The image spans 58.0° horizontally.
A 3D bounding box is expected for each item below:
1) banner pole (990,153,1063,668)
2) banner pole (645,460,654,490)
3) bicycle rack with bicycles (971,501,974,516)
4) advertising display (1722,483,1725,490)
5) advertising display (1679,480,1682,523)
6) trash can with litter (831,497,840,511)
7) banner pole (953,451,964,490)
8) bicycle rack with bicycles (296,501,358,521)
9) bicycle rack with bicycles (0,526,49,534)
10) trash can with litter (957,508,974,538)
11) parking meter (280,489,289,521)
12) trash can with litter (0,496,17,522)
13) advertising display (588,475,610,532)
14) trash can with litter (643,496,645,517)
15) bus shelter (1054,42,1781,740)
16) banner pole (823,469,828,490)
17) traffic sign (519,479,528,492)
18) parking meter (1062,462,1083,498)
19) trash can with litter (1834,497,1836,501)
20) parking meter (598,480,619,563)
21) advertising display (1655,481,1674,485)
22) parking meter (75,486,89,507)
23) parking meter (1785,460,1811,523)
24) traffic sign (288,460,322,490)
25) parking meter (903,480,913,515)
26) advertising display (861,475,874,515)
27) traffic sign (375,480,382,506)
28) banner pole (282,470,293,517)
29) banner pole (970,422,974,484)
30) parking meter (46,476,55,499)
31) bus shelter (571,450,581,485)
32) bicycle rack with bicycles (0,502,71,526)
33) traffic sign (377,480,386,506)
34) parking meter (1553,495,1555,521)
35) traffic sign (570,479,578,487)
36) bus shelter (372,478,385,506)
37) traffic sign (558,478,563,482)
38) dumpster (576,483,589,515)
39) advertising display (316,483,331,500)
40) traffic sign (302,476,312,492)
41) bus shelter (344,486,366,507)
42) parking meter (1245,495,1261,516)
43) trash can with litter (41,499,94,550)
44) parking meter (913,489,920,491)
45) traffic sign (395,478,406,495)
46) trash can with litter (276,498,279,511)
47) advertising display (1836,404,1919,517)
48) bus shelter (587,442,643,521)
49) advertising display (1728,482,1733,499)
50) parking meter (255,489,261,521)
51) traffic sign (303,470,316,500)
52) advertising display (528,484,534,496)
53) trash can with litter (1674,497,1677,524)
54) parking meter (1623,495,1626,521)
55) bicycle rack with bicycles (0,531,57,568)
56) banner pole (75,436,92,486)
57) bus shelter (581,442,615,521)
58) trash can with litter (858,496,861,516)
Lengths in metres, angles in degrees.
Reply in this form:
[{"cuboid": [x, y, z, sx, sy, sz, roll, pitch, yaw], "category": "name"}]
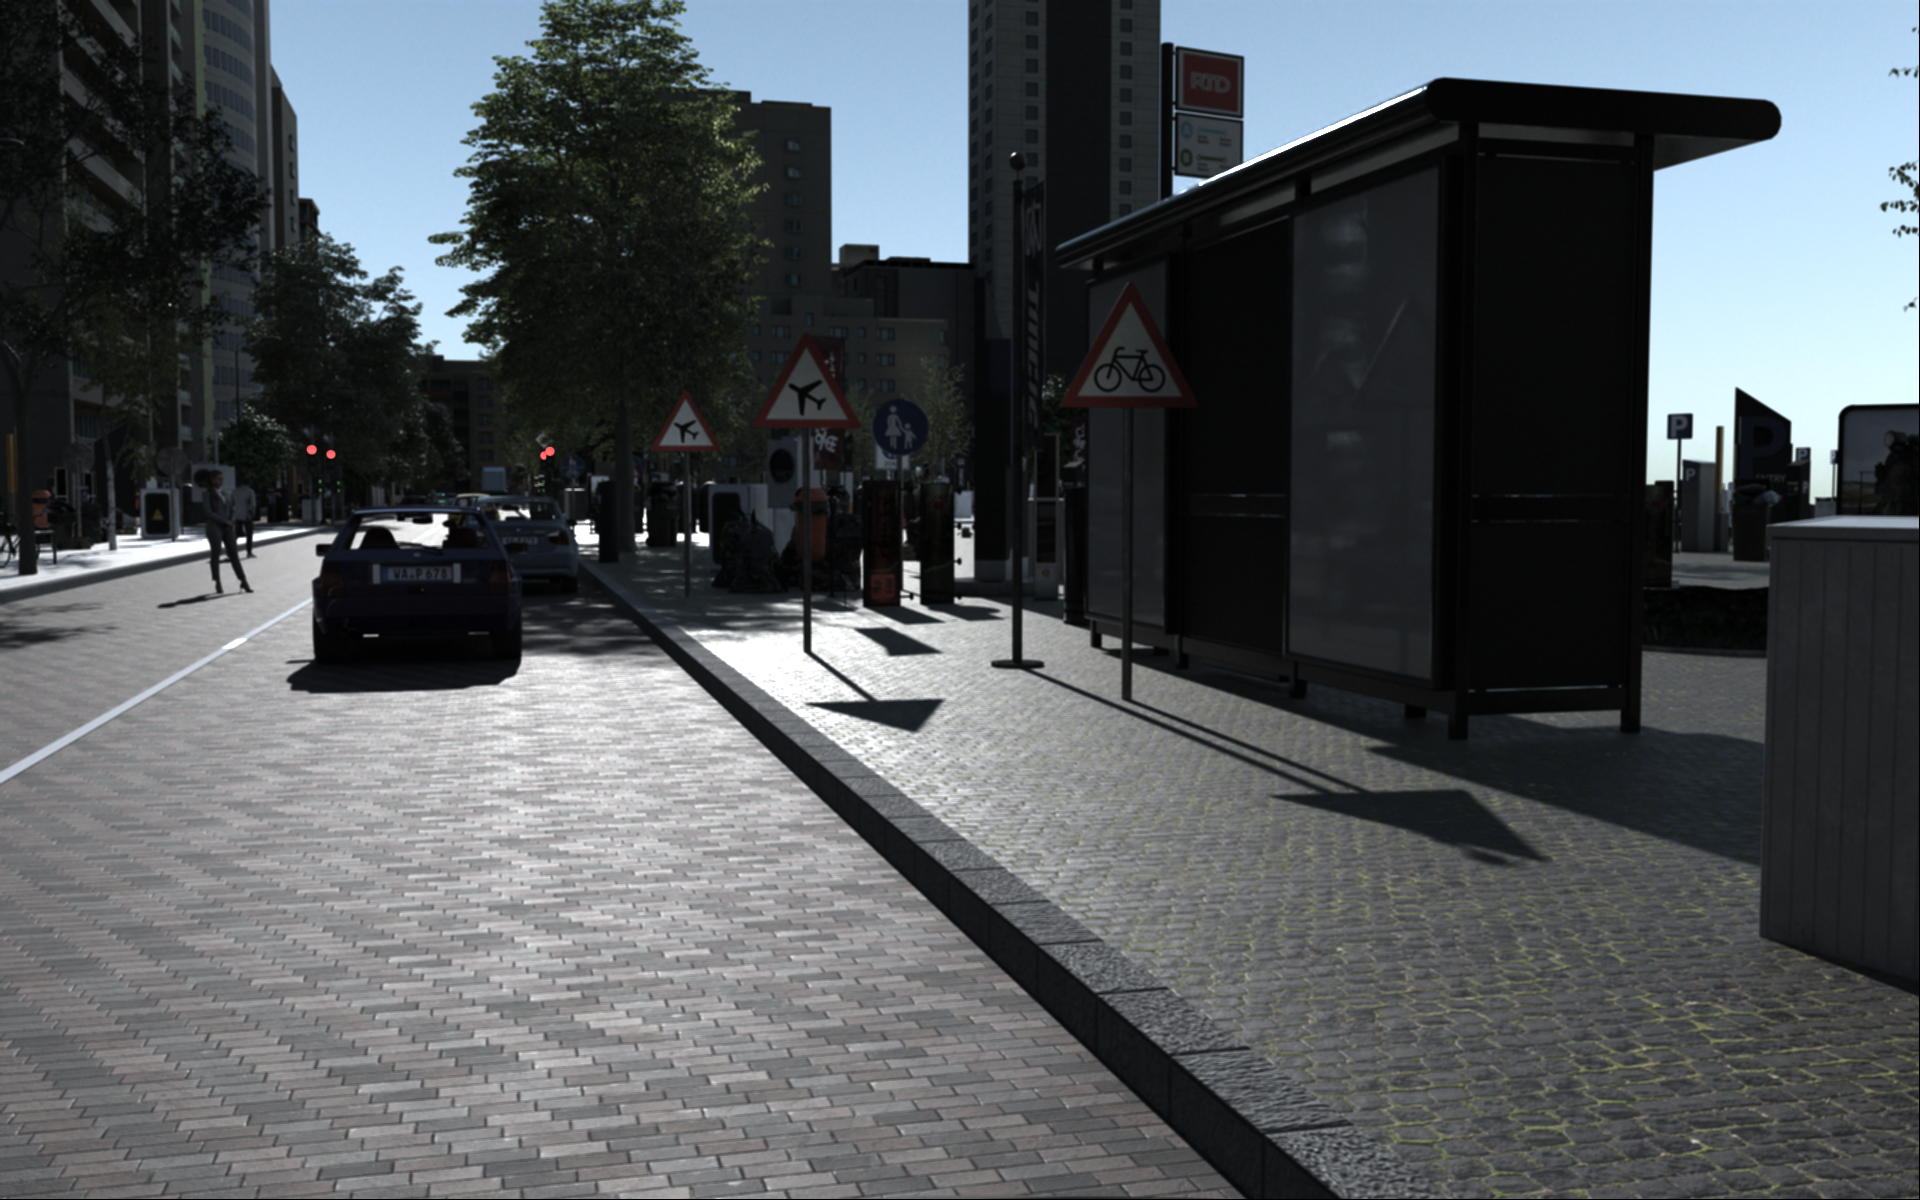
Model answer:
[{"cuboid": [0.485, -1.381, 12.591, 0.401, 3.779, 0.863, -1, 4, -15], "category": "banner pole"}, {"cuboid": [-20.859, -7.721, 116.258, 0.863, 3.779, 0.401, 1, 4, 20], "category": "banner pole"}, {"cuboid": [1.610, -5.193, 98.288, 2.925, 0.926, 2.852, 3, 5, 39], "category": "bicycle rack with bicycles"}, {"cuboid": [45.869, -6.078, 104.582, 0.974, 1.923, 0.123, -3, 4, -38], "category": "advertising display"}, {"cuboid": [32.312, -4.425, 77.556, 0.123, 1.923, 0.974, 2, 4, 27], "category": "advertising display"}, {"cuboid": [-4.905, -2.585, 53.321, 1.678, 1.210, 2.233, 2, 4, 26], "category": "trash can with litter"}, {"cuboid": [-0.089, -6.813, 101.410, 0.863, 3.779, 0.401, 0, 4, -3], "category": "banner pole"}, {"cuboid": [-31.808, -4.486, 86.735, 2.925, 0.926, 2.852, 0, 4, 2], "category": "bicycle rack with bicycles"}, {"cuboid": [-33.678, -2.886, 60.576, 2.852, 0.926, 2.925, -2, 4, -32], "category": "bicycle rack with bicycles"}, {"cuboid": [0.463, -2.435, 51.207, 1.055, 1.170, 0.624, -1, 4, -9], "category": "trash can with litter"}, {"cuboid": [-31.726, -4.460, 81.329, 0.372, 1.533, 0.369, 0, 3, 0], "category": "parking meter"}, {"cuboid": [-43.862, -4.180, 79.403, 2.233, 1.210, 1.678, 1, 4, 10], "category": "trash can with litter"}, {"cuboid": [-12.206, -3.267, 58.633, 0.123, 1.923, 0.974, 2, 4, 31], "category": "advertising display"}, {"cuboid": [-17.781, -5.151, 95.605, 0.624, 1.170, 1.055, 2, 4, 29], "category": "trash can with litter"}, {"cuboid": [2.239, -2.175, 13.191, 2.179, 5.291, 8.768, -1, 4, -15], "category": "bus shelter"}, {"cuboid": [-6.975, -6.108, 89.884, 0.401, 3.779, 0.863, 1, 4, 18], "category": "banner pole"}, {"cuboid": [-36.623, -8.881, 145.304, 0.768, 2.556, 0.104, -1, 4, -10], "category": "traffic sign"}, {"cuboid": [2.030, -1.563, 31.266, 0.255, 1.863, 0.399, 2, 4, 28], "category": "parking meter"}, {"cuboid": [42.268, -4.458, 83.940, 1.678, 1.210, 2.233, -3, 5, -39], "category": "trash can with litter"}, {"cuboid": [-6.576, -1.468, 32.408, 0.372, 1.533, 0.369, 0, 3, 0], "category": "parking meter"}, {"cuboid": [33.686, -4.749, 82.864, 0.123, 1.923, 0.974, -2, 4, -33], "category": "advertising display"}, {"cuboid": [-27.034, -2.749, 53.363, 0.372, 1.533, 0.369, 0, 3, 0], "category": "parking meter"}, {"cuboid": [14.245, -1.454, 29.482, 0.399, 1.863, 0.255, -3, 4, -37], "category": "parking meter"}, {"cuboid": [-39.111, -6.694, 103.314, 2.265, 3.308, 0.079, -1, 4, -11], "category": "traffic sign"}, {"cuboid": [-2.158, -4.065, 72.169, 0.255, 1.863, 0.399, -3, 5, -43], "category": "parking meter"}, {"cuboid": [-3.103, -3.232, 58.061, 0.123, 1.923, 0.974, -1, 4, -21], "category": "advertising display"}, {"cuboid": [-40.278, -7.307, 119.568, 0.768, 2.556, 0.104, -1, 4, -11], "category": "traffic sign"}, {"cuboid": [-37.508, -6.522, 96.650, 0.401, 3.779, 0.863, 2, 4, 24], "category": "banner pole"}, {"cuboid": [0.729, -2.940, 38.083, 0.401, 3.779, 0.863, 3, 5, 44], "category": "banner pole"}, {"cuboid": [-26.999, -2.810, 51.649, 0.399, 1.863, 0.255, -3, 5, -40], "category": "parking meter"}, {"cuboid": [-20.187, -6.319, 94.592, 1.731, 3.624, 6.357, -1, 4, -15], "category": "bus shelter"}, {"cuboid": [-40.605, -3.847, 76.287, 2.852, 0.926, 2.925, -3, 5, -43], "category": "bicycle rack with bicycles"}, {"cuboid": [-43.216, -7.785, 129.411, 0.606, 2.300, 0.079, 0, 4, -8], "category": "traffic sign"}, {"cuboid": [24.073, -3.912, 69.679, 0.255, 1.863, 0.399, -2, 4, -27], "category": "parking meter"}, {"cuboid": [-33.578, -9.224, 150.924, 0.768, 2.556, 0.104, -1, 4, -9], "category": "traffic sign"}, {"cuboid": [-45.413, -8.615, 134.774, 2.014, 3.302, 5.546, -1, 4, -15], "category": "bus shelter"}, {"cuboid": [-31.647, -8.342, 136.496, 0.768, 2.556, 0.104, 0, 4, -7], "category": "traffic sign"}, {"cuboid": [-19.163, -5.109, 89.295, 1.264, 1.857, 1.865, -1, 4, -15], "category": "dumpster"}, {"cuboid": [-37.099, -5.865, 101.110, 0.974, 1.923, 0.123, -3, 5, -45], "category": "advertising display"}, {"cuboid": [-37.405, -6.082, 99.553, 0.768, 2.556, 0.104, -1, 4, -8], "category": "traffic sign"}, {"cuboid": [-41.759, -7.864, 119.866, 1.731, 3.624, 6.357, -1, 4, -15], "category": "bus shelter"}, {"cuboid": [6.660, -2.056, 39.330, 0.255, 1.863, 0.399, -1, 4, -16], "category": "parking meter"}, {"cuboid": [-20.624, -1.753, 40.042, 0.624, 1.170, 1.055, 1, 4, 15], "category": "trash can with litter"}, {"cuboid": [-2.102, -4.616, 83.874, 0.372, 1.533, 0.369, 0, 3, 0], "category": "parking meter"}, {"cuboid": [-43.344, -8.201, 134.189, 0.768, 2.556, 0.104, -1, 4, -12], "category": "traffic sign"}, {"cuboid": [-32.368, -4.338, 82.316, 0.624, 1.170, 1.055, -3, 5, -40], "category": "trash can with litter"}, {"cuboid": [6.805, -0.439, 12.390, 0.974, 1.923, 0.123, 2, 4, 30], "category": "advertising display"}, {"cuboid": [-13.300, -4.486, 67.271, 2.014, 3.302, 5.546, -1, 4, -15], "category": "bus shelter"}, {"cuboid": [42.348, -5.453, 94.374, 0.123, 1.923, 0.974, -3, 5, -40], "category": "advertising display"}, {"cuboid": [-33.586, -4.540, 82.634, 0.372, 1.533, 0.369, 0, 3, 0], "category": "parking meter"}, {"cuboid": [-33.585, -5.473, 89.585, 0.768, 2.556, 0.104, -1, 4, -9], "category": "traffic sign"}, {"cuboid": [-28.285, -6.668, 114.230, 0.123, 1.923, 0.974, -2, 4, -28], "category": "advertising display"}, {"cuboid": [23.964, -2.919, 59.107, 1.055, 1.170, 0.624, 3, 4, 37], "category": "trash can with litter"}, {"cuboid": [15.891, -2.006, 41.211, 0.372, 1.533, 0.369, 0, 3, 0], "category": "parking meter"}, {"cuboid": [-17.339, -1.043, 30.430, 2.852, 0.926, 2.925, -1, 4, -10], "category": "bicycle rack with bicycles"}, {"cuboid": [-37.651, -5.160, 74.382, 0.863, 3.779, 0.401, -3, 5, -44], "category": "banner pole"}, {"cuboid": [-16.445, -5.456, 80.494, 1.731, 3.624, 6.357, -1, 4, -15], "category": "bus shelter"}, {"cuboid": [-4.065, -4.256, 80.648, 2.233, 1.210, 1.678, -1, 4, -20], "category": "trash can with litter"}]
